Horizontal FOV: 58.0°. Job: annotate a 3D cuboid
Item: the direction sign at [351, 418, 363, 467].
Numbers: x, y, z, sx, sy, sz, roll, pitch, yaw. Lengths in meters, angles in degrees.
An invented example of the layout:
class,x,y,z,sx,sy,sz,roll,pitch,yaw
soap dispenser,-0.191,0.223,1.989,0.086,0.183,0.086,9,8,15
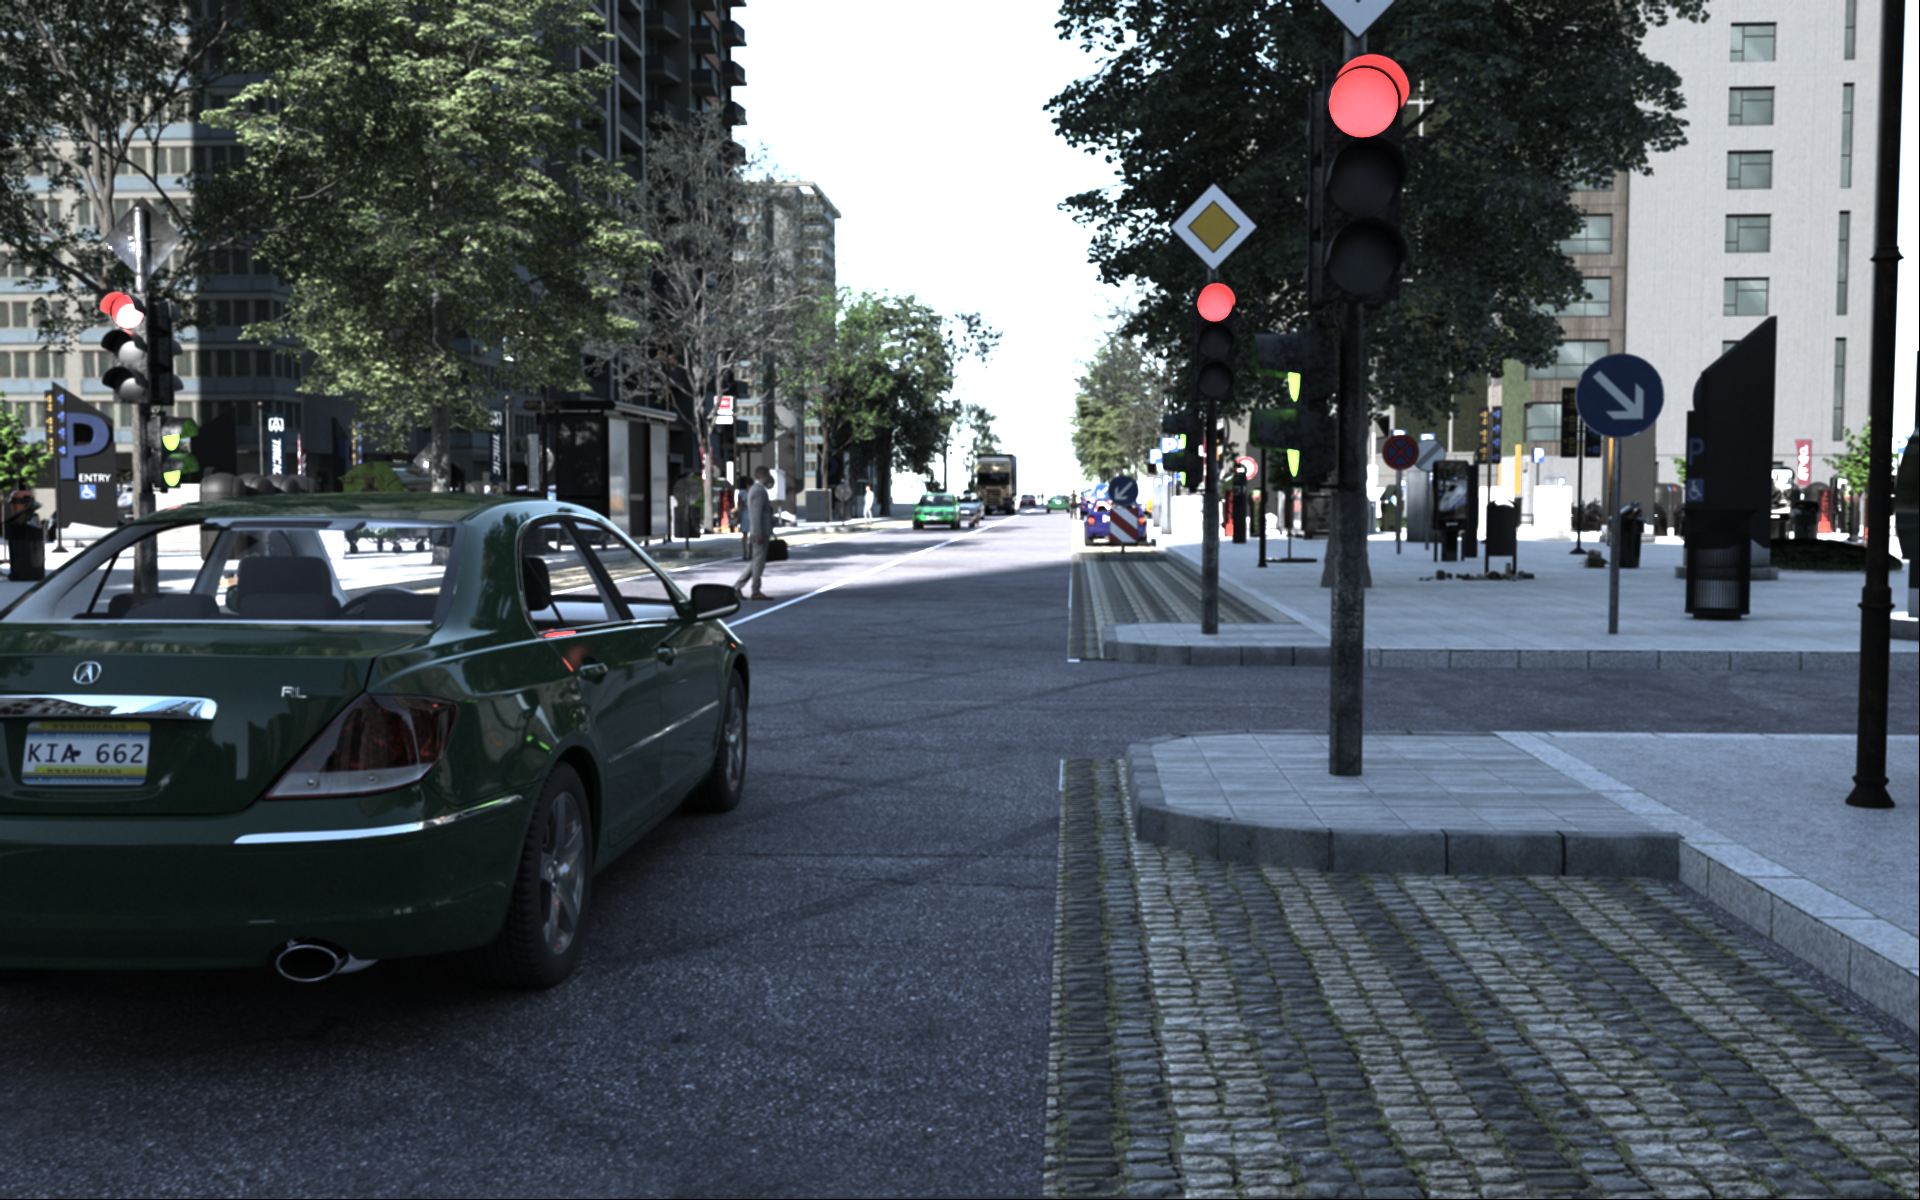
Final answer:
class,x,y,z,sx,sy,sz,roll,pitch,yaw
direction sign,-17.961,-3.647,51.631,0.379,3.537,0.876,-3,4,-37

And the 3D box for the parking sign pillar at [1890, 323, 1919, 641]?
class,x,y,z,sx,sy,sz,roll,pitch,yaw
parking sign pillar,8.959,-1.644,15.352,1.447,3.967,1.447,-3,4,-38

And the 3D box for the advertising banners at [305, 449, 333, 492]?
class,x,y,z,sx,sy,sz,roll,pitch,yaw
advertising banners,-25.004,-4.362,67.508,2.074,3.025,0.090,1,4,22

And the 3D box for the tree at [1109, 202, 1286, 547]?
class,x,y,z,sx,sy,sz,roll,pitch,yaw
tree,5.990,-5.570,41.430,4.360,8.622,3.978,0,3,0

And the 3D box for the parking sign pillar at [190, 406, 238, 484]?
class,x,y,z,sx,sy,sz,roll,pitch,yaw
parking sign pillar,-22.760,-3.939,52.876,1.447,3.967,1.447,-1,4,-20

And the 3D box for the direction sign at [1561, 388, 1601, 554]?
class,x,y,z,sx,sy,sz,roll,pitch,yaw
direction sign,13.235,-2.749,36.950,0.876,3.537,0.379,0,4,-6

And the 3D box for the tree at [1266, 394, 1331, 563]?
class,x,y,z,sx,sy,sz,roll,pitch,yaw
tree,6.180,-2.331,32.714,1.663,3.219,1.824,0,3,0

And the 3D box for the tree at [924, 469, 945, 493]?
class,x,y,z,sx,sy,sz,roll,pitch,yaw
tree,-2.151,-8.444,132.660,1.663,3.219,1.824,0,3,0

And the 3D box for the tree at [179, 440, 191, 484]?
class,x,y,z,sx,sy,sz,roll,pitch,yaw
tree,-25.477,-3.799,56.707,1.663,3.219,1.824,0,3,0

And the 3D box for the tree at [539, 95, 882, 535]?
class,x,y,z,sx,sy,sz,roll,pitch,yaw
tree,-7.952,-8.794,54.157,12.009,13.543,11.850,0,3,0

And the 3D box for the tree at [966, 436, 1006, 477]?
class,x,y,z,sx,sy,sz,roll,pitch,yaw
tree,4.269,-19.254,249.217,7.601,10.594,8.767,1,4,10

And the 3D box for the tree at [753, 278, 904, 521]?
class,x,y,z,sx,sy,sz,roll,pitch,yaw
tree,-6.464,-9.635,83.280,9.928,11.665,9.643,0,3,0

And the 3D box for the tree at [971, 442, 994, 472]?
class,x,y,z,sx,sy,sz,roll,pitch,yaw
tree,3.460,-17.087,229.736,4.737,8.622,4.395,0,3,0

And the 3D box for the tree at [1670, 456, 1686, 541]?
class,x,y,z,sx,sy,sz,roll,pitch,yaw
tree,20.412,-3.260,47.901,1.663,3.219,1.824,0,3,0

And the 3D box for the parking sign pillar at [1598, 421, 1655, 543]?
class,x,y,z,sx,sy,sz,roll,pitch,yaw
parking sign pillar,17.798,-3.523,46.075,1.447,3.967,1.447,2,4,25

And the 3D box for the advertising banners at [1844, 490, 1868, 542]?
class,x,y,z,sx,sy,sz,roll,pitch,yaw
advertising banners,24.698,-3.112,47.070,2.074,3.025,0.090,-3,4,-36

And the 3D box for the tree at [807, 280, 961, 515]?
class,x,y,z,sx,sy,sz,roll,pitch,yaw
tree,-4.463,-12.123,104.868,9.857,13.997,8.962,0,3,0

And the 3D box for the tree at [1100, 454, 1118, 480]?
class,x,y,z,sx,sy,sz,roll,pitch,yaw
tree,16.931,-14.909,194.119,4.737,8.622,4.395,0,3,0

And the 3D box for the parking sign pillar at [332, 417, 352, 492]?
class,x,y,z,sx,sy,sz,roll,pitch,yaw
parking sign pillar,-21.760,-4.463,61.435,1.447,3.967,1.447,0,4,4

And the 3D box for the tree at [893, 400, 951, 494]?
class,x,y,z,sx,sy,sz,roll,pitch,yaw
tree,-2.672,-10.821,127.281,4.360,8.622,3.978,0,3,0

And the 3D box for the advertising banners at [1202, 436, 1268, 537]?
class,x,y,z,sx,sy,sz,roll,pitch,yaw
advertising banners,8.166,-3.394,51.687,2.074,3.025,0.090,1,4,22

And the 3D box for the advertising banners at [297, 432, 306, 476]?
class,x,y,z,sx,sy,sz,roll,pitch,yaw
advertising banners,-19.135,-3.293,50.021,0.090,3.025,2.074,-2,4,-25

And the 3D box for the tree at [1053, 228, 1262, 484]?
class,x,y,z,sx,sy,sz,roll,pitch,yaw
tree,9.411,-10.285,78.536,12.009,13.543,11.850,0,3,0

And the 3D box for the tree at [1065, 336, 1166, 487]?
class,x,y,z,sx,sy,sz,roll,pitch,yaw
tree,11.092,-12.523,122.885,7.486,12.596,7.792,0,3,0

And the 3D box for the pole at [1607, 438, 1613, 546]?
class,x,y,z,sx,sy,sz,roll,pitch,yaw
pole,16.037,-2.983,42.613,0.158,3.312,0.155,0,3,0

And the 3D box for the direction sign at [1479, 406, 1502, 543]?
class,x,y,z,sx,sy,sz,roll,pitch,yaw
direction sign,13.741,-3.239,44.959,0.379,3.537,0.876,-1,4,-19

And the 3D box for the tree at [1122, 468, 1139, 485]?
class,x,y,z,sx,sy,sz,roll,pitch,yaw
tree,11.559,-7.483,116.952,1.663,3.219,1.824,0,3,0

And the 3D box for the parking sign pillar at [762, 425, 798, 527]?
class,x,y,z,sx,sy,sz,roll,pitch,yaw
parking sign pillar,-7.093,-4.858,67.904,1.447,3.967,1.447,0,4,0

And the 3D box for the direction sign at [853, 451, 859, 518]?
class,x,y,z,sx,sy,sz,roll,pitch,yaw
direction sign,-5.479,-6.063,91.125,0.379,3.537,0.876,1,4,14

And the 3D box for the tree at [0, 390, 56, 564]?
class,x,y,z,sx,sy,sz,roll,pitch,yaw
tree,-17.682,-2.302,32.243,1.663,3.219,1.824,0,3,0

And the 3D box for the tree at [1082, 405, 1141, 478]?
class,x,y,z,sx,sy,sz,roll,pitch,yaw
tree,16.583,-15.730,182.937,9.928,11.665,9.643,0,3,0

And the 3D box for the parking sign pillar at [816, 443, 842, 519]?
class,x,y,z,sx,sy,sz,roll,pitch,yaw
parking sign pillar,-6.870,-6.264,90.892,1.447,3.967,1.447,1,4,9

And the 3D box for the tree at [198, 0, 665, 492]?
class,x,y,z,sx,sy,sz,roll,pitch,yaw
tree,-9.164,-6.879,30.598,7.486,12.596,7.792,0,3,0

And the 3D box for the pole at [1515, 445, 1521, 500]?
class,x,y,z,sx,sy,sz,roll,pitch,yaw
pole,23.125,-4.770,71.839,0.158,3.312,0.155,0,3,0

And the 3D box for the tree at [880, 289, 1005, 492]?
class,x,y,z,sx,sy,sz,roll,pitch,yaw
tree,-2.530,-18.640,160.658,12.611,20.169,13.585,0,3,0

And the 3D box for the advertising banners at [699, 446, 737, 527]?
class,x,y,z,sx,sy,sz,roll,pitch,yaw
advertising banners,-8.456,-4.078,62.865,2.074,3.025,0.090,0,4,7

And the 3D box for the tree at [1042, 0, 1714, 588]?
class,x,y,z,sx,sy,sz,roll,pitch,yaw
tree,5.307,-7.154,23.622,9.857,13.997,8.962,0,3,0

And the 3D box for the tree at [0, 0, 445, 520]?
class,x,y,z,sx,sy,sz,roll,pitch,yaw
tree,-10.436,-5.378,22.342,8.767,10.594,7.601,1,4,8

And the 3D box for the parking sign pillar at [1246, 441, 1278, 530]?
class,x,y,z,sx,sy,sz,roll,pitch,yaw
parking sign pillar,10.866,-4.482,61.746,1.447,3.967,1.447,2,4,23

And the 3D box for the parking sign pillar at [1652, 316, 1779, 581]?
class,x,y,z,sx,sy,sz,roll,pitch,yaw
parking sign pillar,11.659,-2.310,26.235,1.447,3.967,1.447,-1,4,-20

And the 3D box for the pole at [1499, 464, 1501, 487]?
class,x,y,z,sx,sy,sz,roll,pitch,yaw
pole,27.978,-5.858,89.627,0.158,3.312,0.155,0,3,0

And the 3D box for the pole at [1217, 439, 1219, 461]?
class,x,y,z,sx,sy,sz,roll,pitch,yaw
pole,9.550,-4.336,64.742,0.158,3.312,0.155,0,3,0

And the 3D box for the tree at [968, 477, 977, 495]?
class,x,y,z,sx,sy,sz,roll,pitch,yaw
tree,1.396,-11.838,188.145,1.663,3.219,1.824,0,3,0

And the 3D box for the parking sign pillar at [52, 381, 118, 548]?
class,x,y,z,sx,sy,sz,roll,pitch,yaw
parking sign pillar,-21.114,-3.263,41.819,1.447,3.967,1.447,-2,4,-34

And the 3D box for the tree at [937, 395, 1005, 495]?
class,x,y,z,sx,sy,sz,roll,pitch,yaw
tree,0.966,-15.669,181.942,9.928,11.665,9.643,0,3,0

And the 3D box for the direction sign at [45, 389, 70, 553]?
class,x,y,z,sx,sy,sz,roll,pitch,yaw
direction sign,-19.629,-2.793,37.665,0.876,3.537,0.379,3,4,37
